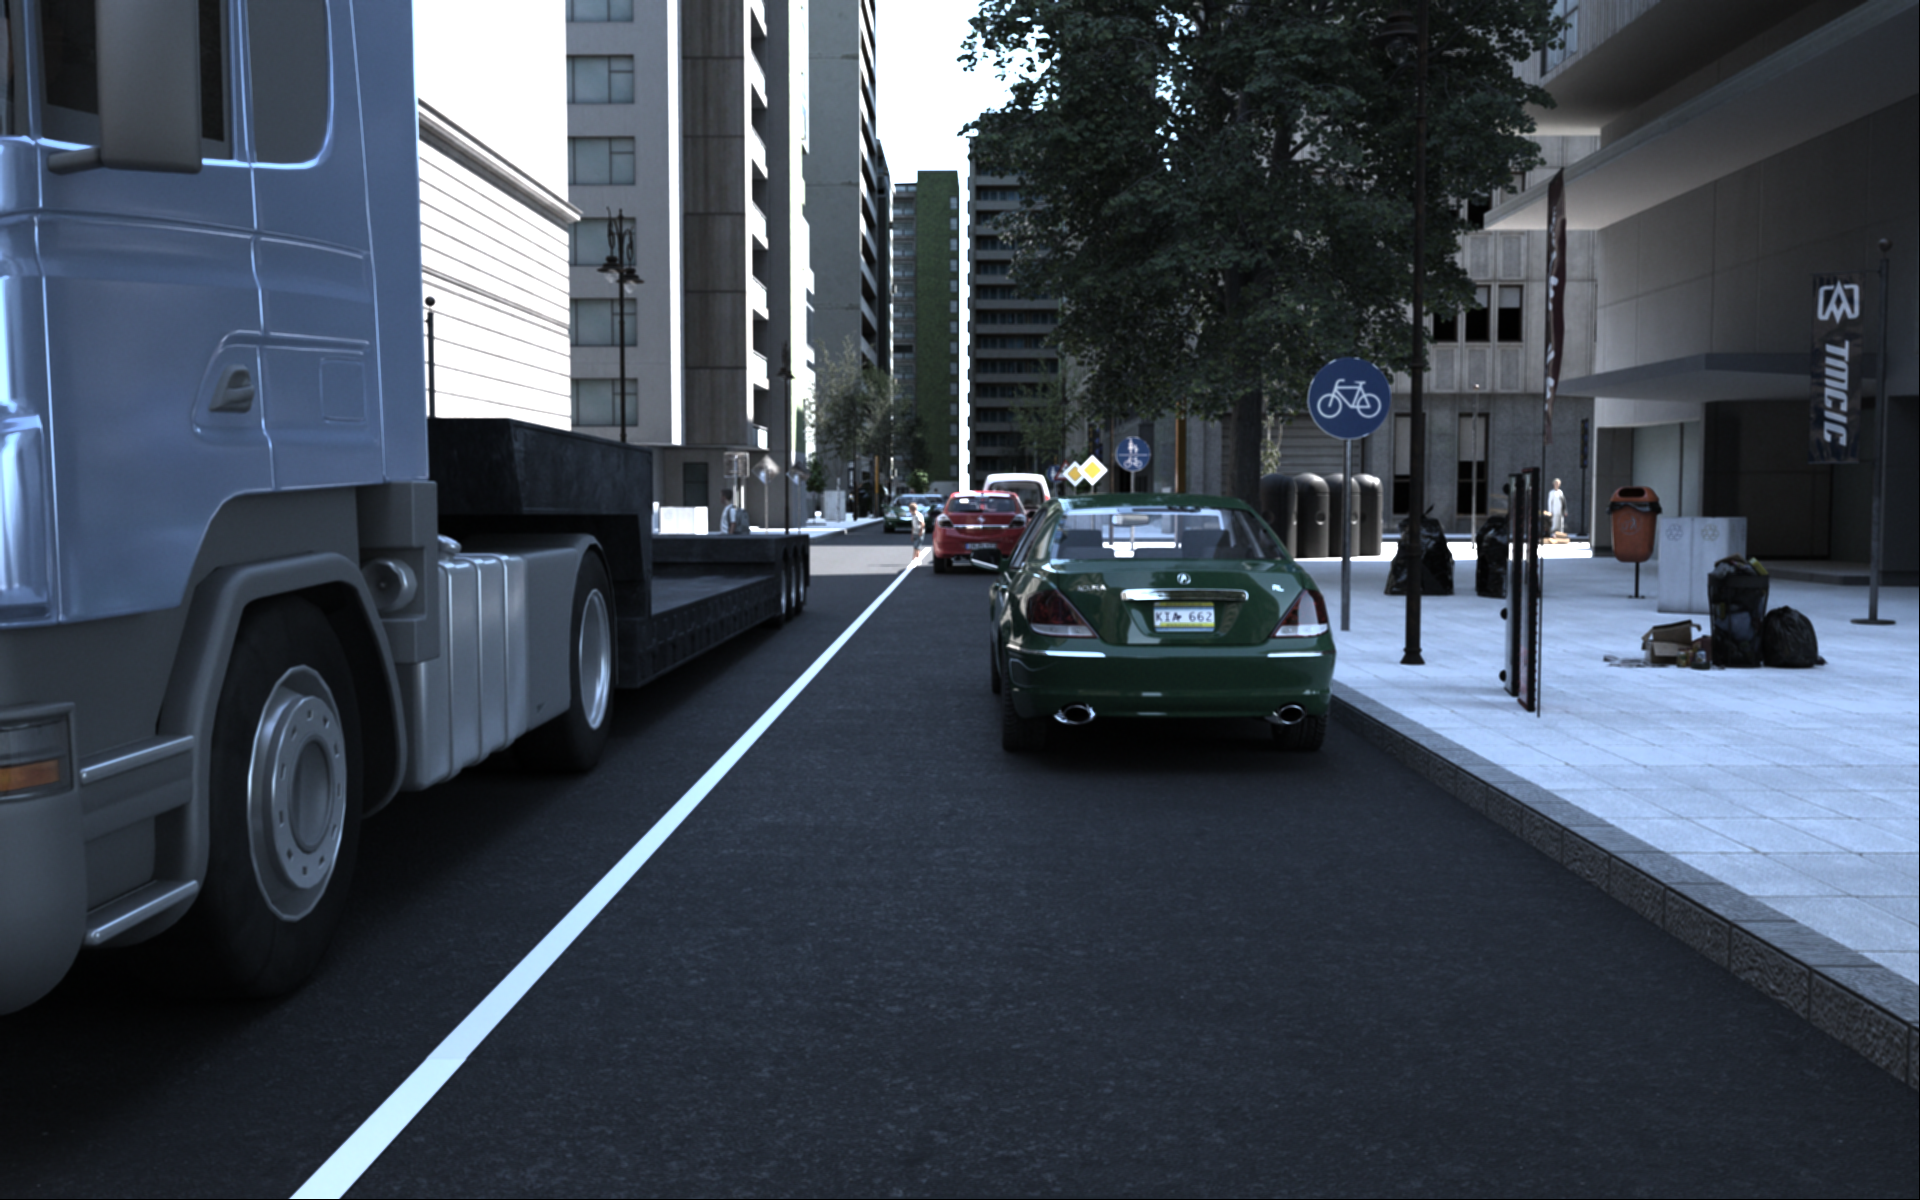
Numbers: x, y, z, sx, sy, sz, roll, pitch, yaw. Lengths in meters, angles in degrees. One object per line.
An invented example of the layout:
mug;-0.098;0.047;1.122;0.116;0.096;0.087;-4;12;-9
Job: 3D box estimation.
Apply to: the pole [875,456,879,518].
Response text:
pole;-4.421;-6.032;92.471;0.158;3.312;0.155;0;3;0

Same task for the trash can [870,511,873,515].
trash can;-5.676;-5.929;108.590;0.748;1.137;0.748;0;3;0

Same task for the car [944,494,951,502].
car;-0.923;-10.384;181.775;2.014;1.417;4.499;0;3;0

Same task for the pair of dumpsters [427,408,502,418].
pair of dumpsters;-5.740;-0.965;18.269;1.574;2.255;4.437;0;4;1

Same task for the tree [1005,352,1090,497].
tree;4.616;-8.366;87.151;4.737;8.622;4.395;0;3;0

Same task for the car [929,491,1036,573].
car;0.461;-1.458;32.876;2.155;1.783;4.494;0;4;2

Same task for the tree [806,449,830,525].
tree;-5.992;-4.739;72.091;1.663;3.219;1.824;0;3;0

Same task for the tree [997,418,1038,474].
tree;5.388;-13.022;163.268;4.360;8.622;3.978;0;3;0

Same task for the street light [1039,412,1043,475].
street light;4.497;-7.612;97.249;0.468;5.910;1.993;0;4;1

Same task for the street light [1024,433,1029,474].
street light;4.871;-9.417;126.759;0.468;5.910;1.993;0;4;1

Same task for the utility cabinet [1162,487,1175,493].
utility cabinet;6.820;-2.926;56.513;0.318;1.500;1.173;1;4;17

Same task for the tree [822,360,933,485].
tree;-5.301;-11.353;120.036;7.601;10.594;8.767;2;4;28

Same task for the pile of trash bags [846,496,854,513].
pile of trash bags;-6.536;-6.620;117.995;1.912;1.369;3.447;-3;5;-43

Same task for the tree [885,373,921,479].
tree;-4.705;-9.503;105.741;4.360;8.622;3.978;0;3;0

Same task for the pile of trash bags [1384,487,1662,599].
pile of trash bags;7.061;-0.746;21.944;3.447;1.369;1.912;2;4;33

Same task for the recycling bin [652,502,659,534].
recycling bin;-9.477;-2.415;52.045;0.722;1.027;0.722;0;4;2

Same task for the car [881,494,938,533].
car;-1.883;-3.279;65.418;2.131;1.459;4.920;0;4;1

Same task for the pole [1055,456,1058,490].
pole;5.081;-5.962;91.320;0.158;3.312;0.155;0;3;0

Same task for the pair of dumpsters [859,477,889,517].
pair of dumpsters;-4.836;-5.759;96.651;1.574;2.255;4.437;0;4;0

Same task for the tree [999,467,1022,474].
tree;5.908;-13.489;204.266;4.285;4.588;4.351;0;3;0

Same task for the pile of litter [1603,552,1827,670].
pile of litter;5.720;0.052;13.117;1.719;0.858;1.176;1;4;10

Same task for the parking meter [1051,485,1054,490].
parking meter;5.897;-6.288;108.524;0.399;1.863;0.255;-3;5;-42

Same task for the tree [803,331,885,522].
tree;-5.551;-7.832;78.413;4.360;8.622;3.978;0;3;0

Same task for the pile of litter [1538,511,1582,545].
pile of litter;14.932;-1.831;43.903;1.719;0.858;1.176;1;4;12

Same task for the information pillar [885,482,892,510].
information pillar;-4.212;-5.944;101.672;0.304;2.012;0.304;-2;4;-29

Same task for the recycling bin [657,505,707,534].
recycling bin;-5.305;-1.269;33.300;0.722;1.027;0.722;1;4;10

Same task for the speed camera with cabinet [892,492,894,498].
speed camera with cabinet;-5.859;-8.136;127.352;2.038;3.252;0.660;0;4;1

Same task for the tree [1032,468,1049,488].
tree;5.745;-8.221;129.021;1.663;3.219;1.824;0;3;0

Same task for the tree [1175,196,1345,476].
tree;7.029;-5.506;40.390;4.360;8.622;3.978;0;3;0

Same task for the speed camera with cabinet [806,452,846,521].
speed camera with cabinet;-6.489;-5.398;82.597;2.038;3.252;0.660;-1;4;-10

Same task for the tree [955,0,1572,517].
tree;4.110;-7.246;25.134;9.857;13.997;8.962;0;3;0

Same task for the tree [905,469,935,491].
tree;-4.579;-13.219;199.837;4.285;4.588;4.351;0;3;0

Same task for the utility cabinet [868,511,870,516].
utility cabinet;-5.778;-5.638;103.342;0.306;1.237;1.020;2;4;30

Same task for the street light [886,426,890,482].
street light;-4.576;-8.477;111.379;0.468;5.910;1.993;0;4;1

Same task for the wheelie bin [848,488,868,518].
wheelie bin;-5.355;-5.228;93.389;0.980;1.594;0.693;-3;4;-38

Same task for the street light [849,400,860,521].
street light;-4.999;-6.685;82.089;0.468;5.910;1.993;0;4;1

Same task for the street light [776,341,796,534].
street light;-5.241;-4.864;52.321;0.468;5.910;1.993;0;4;1

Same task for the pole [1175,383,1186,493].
pole;3.998;-2.297;31.391;0.158;3.312;0.155;0;3;0

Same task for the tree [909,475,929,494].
tree;-4.098;-10.942;173.504;1.663;3.219;1.824;0;3;0

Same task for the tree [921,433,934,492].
tree;-4.530;-14.374;185.375;4.360;8.622;3.978;0;3;0

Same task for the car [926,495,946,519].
car;-1.519;-4.783;90.202;2.014;1.417;4.499;0;4;2

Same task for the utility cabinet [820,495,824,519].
utility cabinet;-6.808;-4.838;90.265;0.306;1.237;1.020;3;5;41

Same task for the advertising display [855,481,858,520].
advertising display;-5.125;-4.913;85.546;0.123;1.923;0.974;0;4;1

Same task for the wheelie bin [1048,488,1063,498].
wheelie bin;5.159;-5.225;93.342;0.693;1.594;0.980;-3;4;-38

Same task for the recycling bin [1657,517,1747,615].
recycling bin;8.034;-0.379;18.751;0.722;1.027;0.722;3;5;40

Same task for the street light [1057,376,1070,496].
street light;4.070;-5.821;67.959;0.468;5.910;1.993;0;4;1

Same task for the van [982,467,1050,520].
van;1.182;-1.874;37.656;2.013;2.044;4.112;0;4;1

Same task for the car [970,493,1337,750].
car;1.131;0.042;11.116;2.131;1.459;4.920;0;4;0

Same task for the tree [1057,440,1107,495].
tree;4.569;-4.148;62.419;1.663;3.219;1.824;0;3;0
